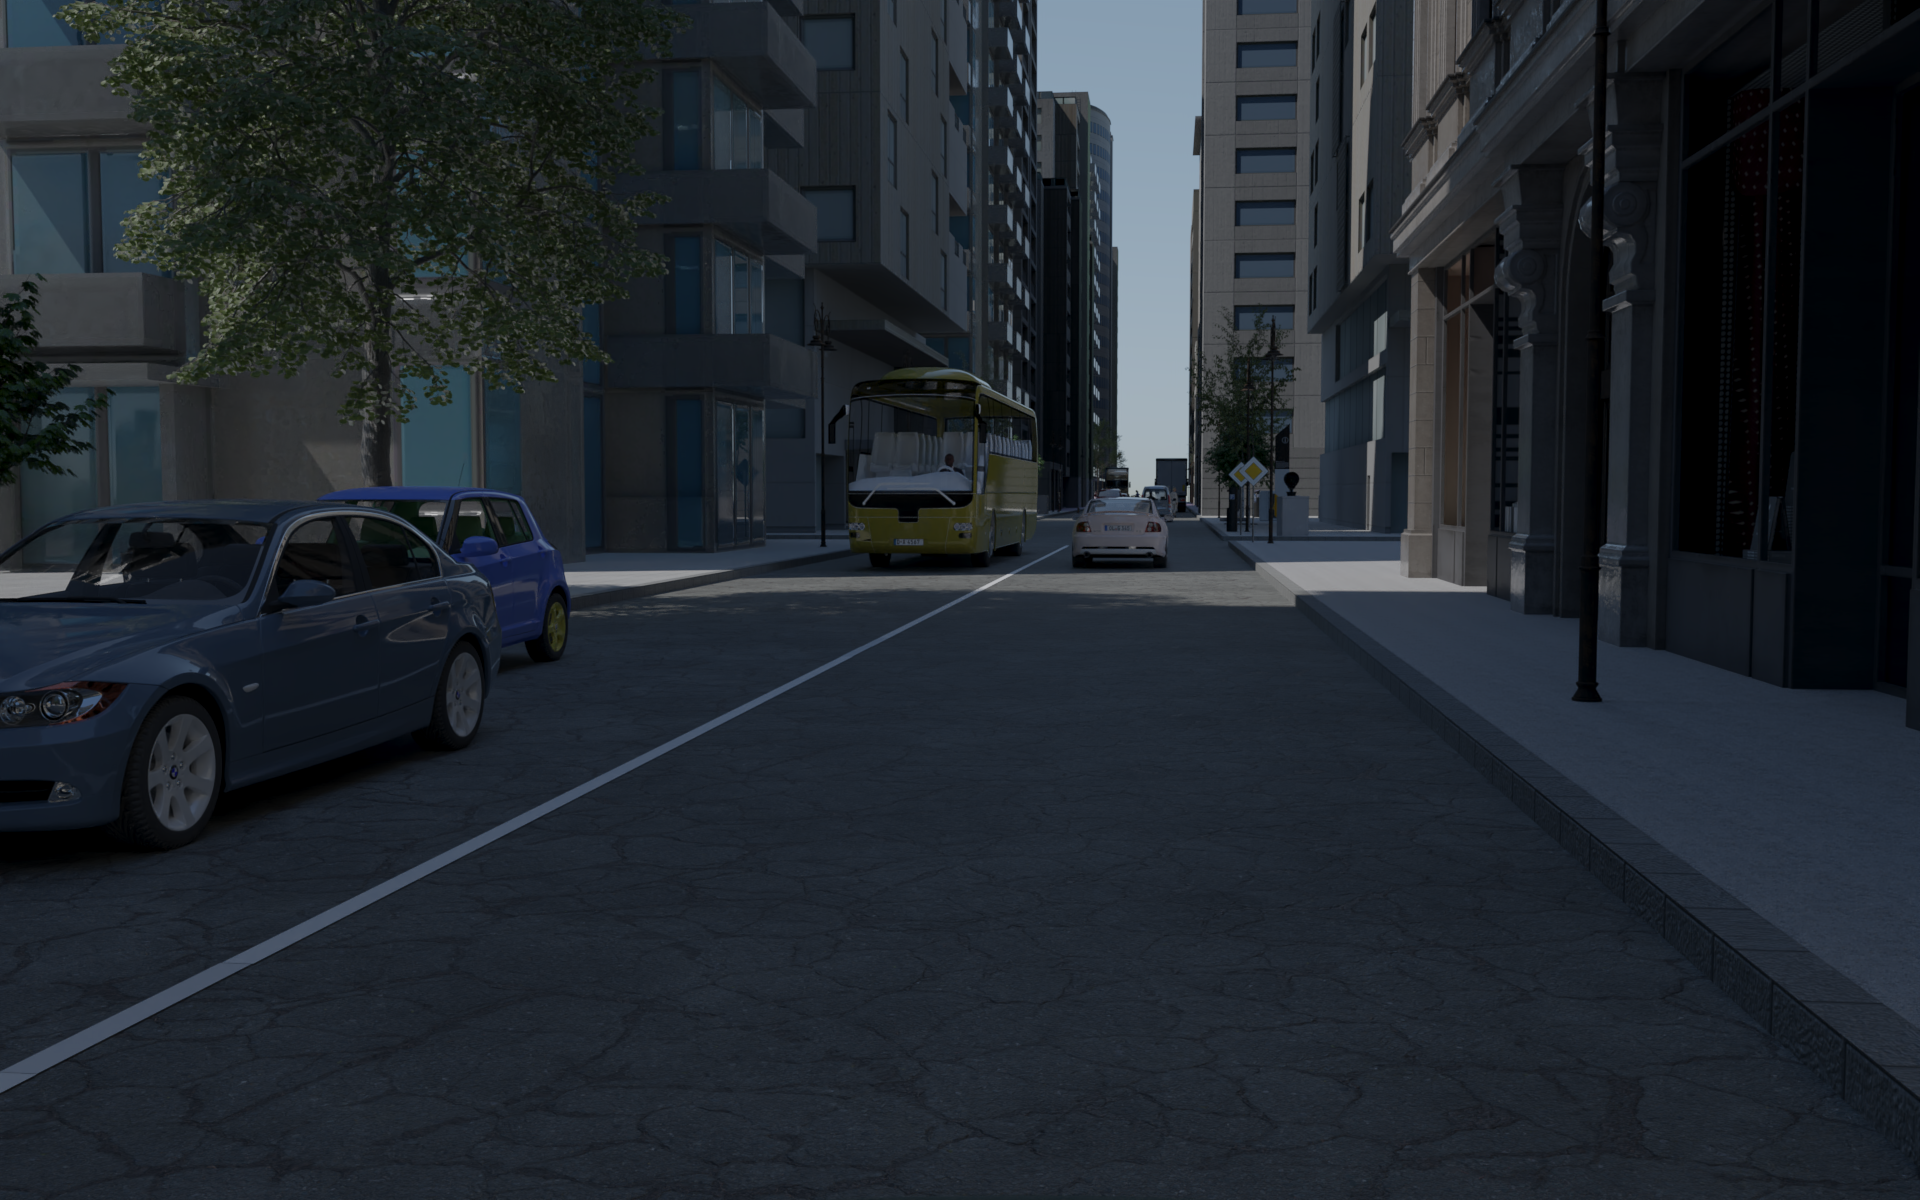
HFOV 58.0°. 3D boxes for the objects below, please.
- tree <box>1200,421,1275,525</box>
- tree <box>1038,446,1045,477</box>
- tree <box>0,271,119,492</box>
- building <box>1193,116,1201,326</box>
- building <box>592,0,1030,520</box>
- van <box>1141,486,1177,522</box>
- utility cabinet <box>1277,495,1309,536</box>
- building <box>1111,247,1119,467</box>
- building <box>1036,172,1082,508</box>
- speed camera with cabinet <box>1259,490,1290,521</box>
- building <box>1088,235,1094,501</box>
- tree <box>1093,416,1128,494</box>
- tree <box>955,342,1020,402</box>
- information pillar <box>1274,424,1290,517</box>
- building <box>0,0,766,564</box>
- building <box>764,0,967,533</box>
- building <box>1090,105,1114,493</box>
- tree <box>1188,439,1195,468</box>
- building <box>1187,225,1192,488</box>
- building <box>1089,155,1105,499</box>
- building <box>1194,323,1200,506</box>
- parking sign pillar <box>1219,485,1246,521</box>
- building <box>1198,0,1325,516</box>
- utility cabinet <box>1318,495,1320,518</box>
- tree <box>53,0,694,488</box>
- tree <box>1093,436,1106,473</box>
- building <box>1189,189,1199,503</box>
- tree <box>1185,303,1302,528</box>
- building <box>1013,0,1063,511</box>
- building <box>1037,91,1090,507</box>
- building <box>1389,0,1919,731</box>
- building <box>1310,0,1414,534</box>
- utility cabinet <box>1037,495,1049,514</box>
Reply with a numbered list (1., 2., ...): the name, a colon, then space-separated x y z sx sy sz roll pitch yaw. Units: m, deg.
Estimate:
1. tree: 11.874 -5.493 73.522 4.285 4.588 4.351 0 3 0
2. tree: 2.989 -6.746 94.012 4.285 4.588 4.351 0 3 0
3. tree: -7.184 -1.120 12.917 1.663 3.219 1.824 0 3 0
4. building: 45.904 -39.437 234.037 28.713 52.752 27.495 0 4 7
5. building: -7.214 -30.152 112.594 23.786 49.044 30.456 0 4 7
6. van: 10.157 -5.043 89.457 2.013 2.044 4.112 1 4 8
7. utility cabinet: 10.215 -2.570 53.186 1.020 1.237 0.306 -2 4 -26
8. building: 18.184 -36.421 279.074 14.154 41.232 14.086 0 4 7
9. building: 3.733 -23.636 158.150 14.160 30.474 14.107 0 4 7
10. speed camera with cabinet: 15.182 -5.424 83.024 2.038 3.252 0.660 -3 5 -44
11. building: 7.056 -25.345 186.095 14.160 30.474 14.107 0 4 7
12. tree: 16.768 -16.675 207.053 7.601 10.594 8.767 -2 4 -29
13. tree: 0.909 -8.231 84.935 4.360 8.622 3.978 0 3 0
14. information pillar: 10.709 -4.046 57.506 0.504 3.616 0.183 1 4 9
15. building: -19.138 -25.582 37.880 30.456 49.044 23.786 0 4 7
16. building: -14.274 -29.327 68.741 28.713 52.752 27.495 0 4 7
17. building: 11.667 -43.794 258.029 21.231 58.520 28.212 0 4 7
18. tree: 29.632 -16.012 212.154 4.360 8.622 3.978 0 3 0
19. building: 43.870 -38.430 278.435 14.600 45.320 14.200 0 4 7
20. building: 6.962 -37.250 228.644 23.786 49.044 30.456 0 4 7
21. building: 39.626 -20.992 188.253 27.650 21.520 28.899 0 4 7
22. parking sign pillar: 12.978 -5.699 81.644 1.447 3.967 1.447 1 4 18
23. building: 26.278 -34.885 112.369 21.231 58.520 28.212 0 4 7
24. utility cabinet: 19.731 -4.997 92.869 1.020 1.237 0.306 0 4 3
25. tree: -6.795 -6.265 20.561 7.486 12.596 7.792 0 3 0
26. tree: 14.308 -15.015 195.863 4.737 8.622 4.395 0 3 0
27. building: 45.368 -38.865 259.136 21.300 48.544 21.600 0 4 7
28. tree: 10.792 -7.076 66.062 4.737 8.622 4.395 0 3 0
29. building: -2.084 -42.918 139.958 20.563 71.187 20.611 0 4 7
30. building: 5.505 -29.859 171.781 14.154 41.232 14.086 0 4 7
31. building: 11.191 -10.639 24.858 10.553 20.767 40.483 0 4 7
32. building: 27.240 -29.033 63.929 27.495 52.752 28.713 0 4 7
33. utility cabinet: 5.113 -6.043 109.965 1.020 1.237 0.306 2 4 25
